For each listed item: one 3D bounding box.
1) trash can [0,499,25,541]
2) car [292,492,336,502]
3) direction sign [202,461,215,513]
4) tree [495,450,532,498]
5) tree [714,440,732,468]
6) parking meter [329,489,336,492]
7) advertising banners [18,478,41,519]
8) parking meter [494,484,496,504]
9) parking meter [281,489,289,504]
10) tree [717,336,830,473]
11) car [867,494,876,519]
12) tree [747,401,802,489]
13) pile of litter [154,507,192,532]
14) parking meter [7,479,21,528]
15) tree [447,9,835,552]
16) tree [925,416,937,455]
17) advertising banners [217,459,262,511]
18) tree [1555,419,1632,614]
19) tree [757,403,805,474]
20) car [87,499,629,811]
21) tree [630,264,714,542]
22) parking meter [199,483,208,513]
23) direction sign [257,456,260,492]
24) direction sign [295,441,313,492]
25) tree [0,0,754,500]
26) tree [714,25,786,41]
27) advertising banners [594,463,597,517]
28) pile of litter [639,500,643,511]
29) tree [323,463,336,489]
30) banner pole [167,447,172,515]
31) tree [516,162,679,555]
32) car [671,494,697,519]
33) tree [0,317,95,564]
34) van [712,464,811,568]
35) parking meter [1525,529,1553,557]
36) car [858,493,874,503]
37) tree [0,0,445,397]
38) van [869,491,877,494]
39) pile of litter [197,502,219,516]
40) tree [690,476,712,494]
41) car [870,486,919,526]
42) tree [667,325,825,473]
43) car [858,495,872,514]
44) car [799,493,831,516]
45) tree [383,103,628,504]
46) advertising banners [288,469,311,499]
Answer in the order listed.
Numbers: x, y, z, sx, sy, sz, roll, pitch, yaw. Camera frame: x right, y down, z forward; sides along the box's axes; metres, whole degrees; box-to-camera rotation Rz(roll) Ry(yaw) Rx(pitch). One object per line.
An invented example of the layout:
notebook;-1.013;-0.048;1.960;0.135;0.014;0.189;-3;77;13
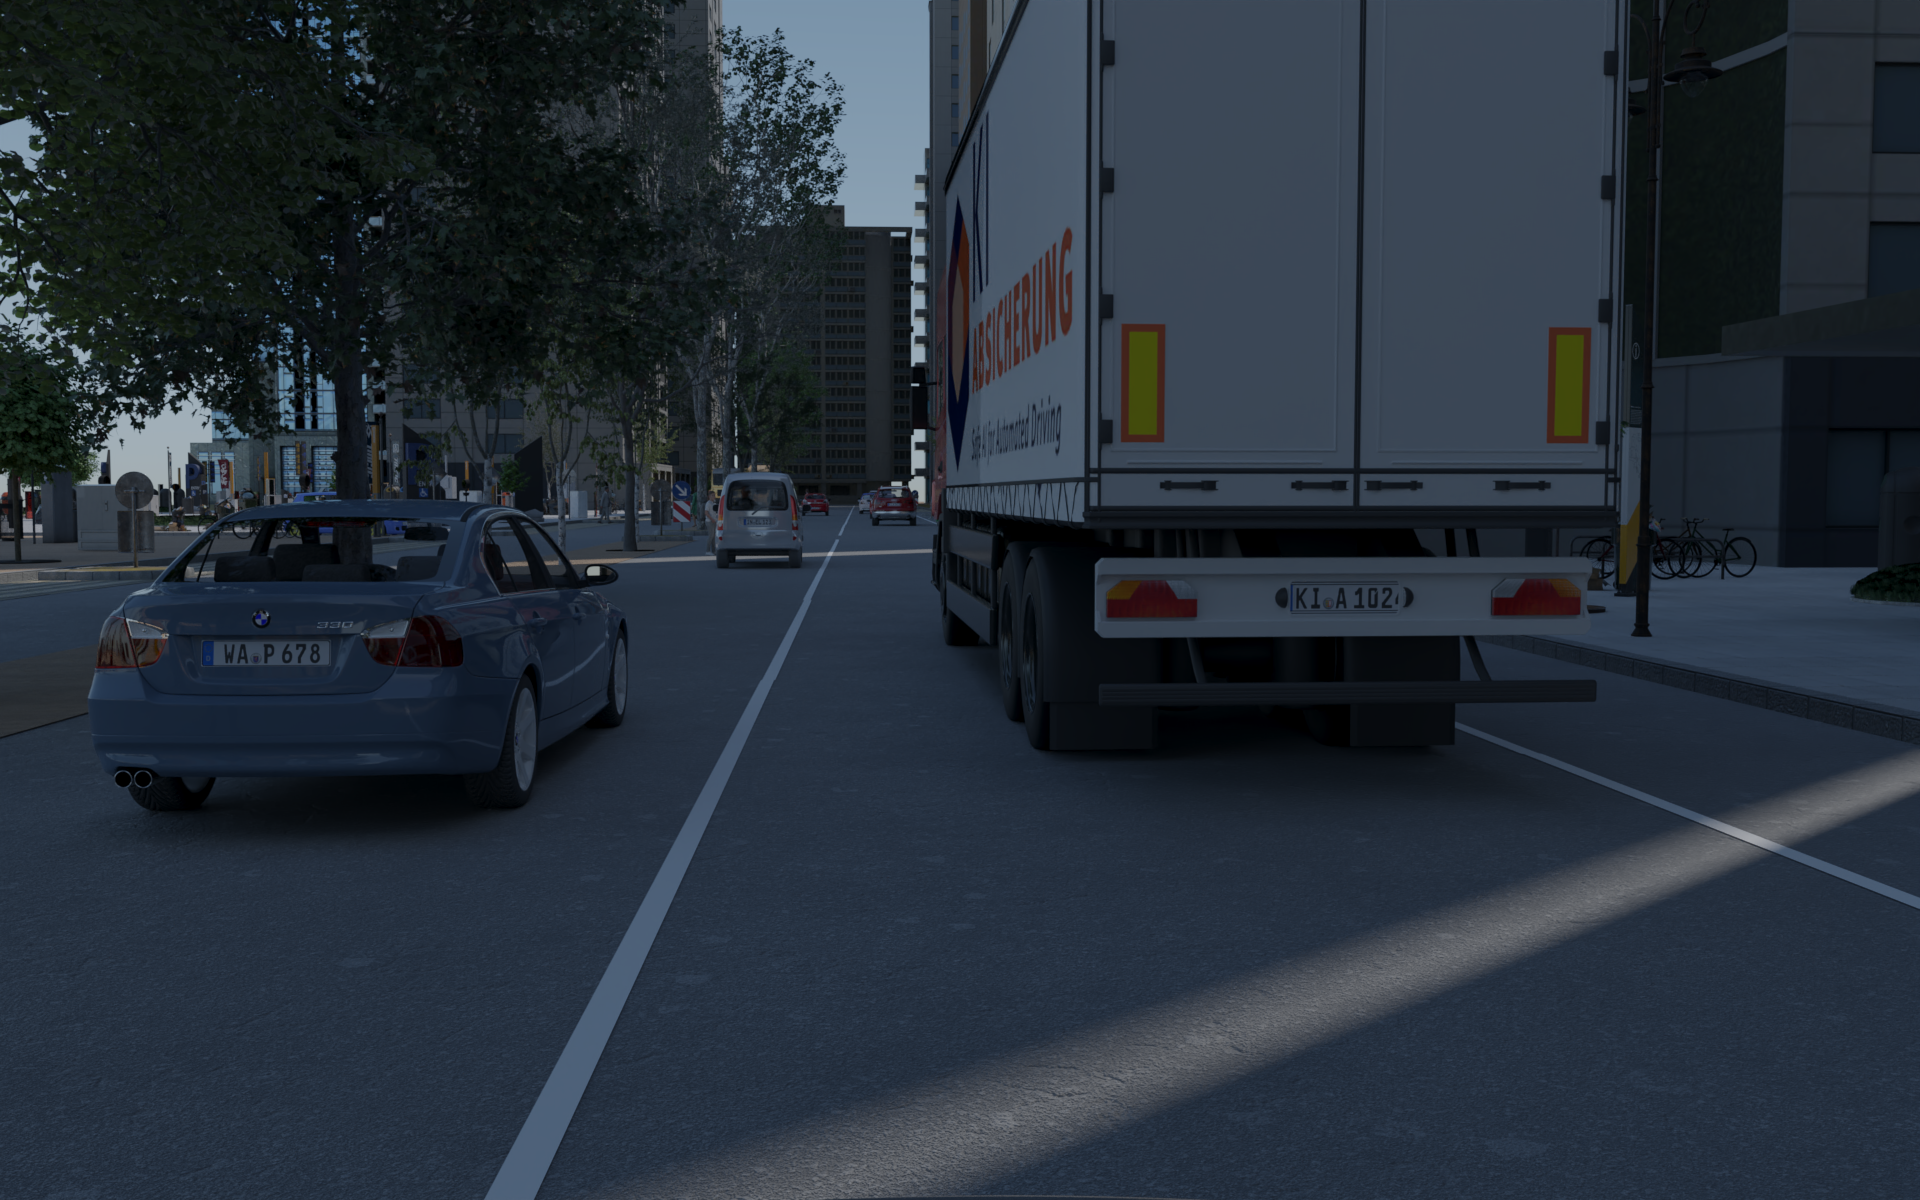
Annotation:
trash can;-25.782;-2.164;47.027;0.748;1.137;0.748;0;3;0
car;-19.348;-2.753;54.607;3.694;1.707;1.945;0;4;-3
direction sign;-51.405;-7.740;118.542;0.379;3.537;0.876;3;5;41
tree;-19.842;-5.031;76.857;1.663;3.219;1.824;0;3;0
tree;-26.472;-14.465;186.868;4.360;8.622;3.978;0;3;0
parking meter;-30.538;-4.646;84.371;0.372;1.533;0.369;0;3;0
advertising banners;-47.743;-5.668;88.859;0.090;3.025;2.074;1;4;22
parking meter;-26.178;-5.624;97.657;0.255;1.863;0.399;3;5;39
parking meter;-33.640;-4.768;86.372;0.372;1.533;0.369;0;3;0
tree;-12.107;-11.209;111.476;9.928;11.665;9.643;0;3;0
car;-4.423;-5.676;101.846;2.155;1.783;4.494;0;4;-3
tree;-13.253;-10.452;123.704;4.737;8.622;4.395;0;3;0
pile of litter;-27.079;-2.785;59.492;1.176;0.858;1.719;-2;4;-32
parking meter;-35.335;-3.609;64.725;0.255;1.863;0.399;2;4;31
tree;-8.174;-7.936;42.584;12.009;13.543;11.850;0;3;0
tree;-0.715;-11.664;141.076;4.737;8.622;4.395;0;3;0
advertising banners;-36.246;-5.565;87.181;2.074;3.025;0.090;-3;4;-36
tree;6.677;-1.493;19.008;1.663;3.219;1.824;0;3;0
tree;-12.604;-10.151;118.781;4.360;8.622;3.978;0;3;0
car;-2.895;0.174;9.157;2.014;1.417;4.499;0;4;-2
tree;-9.541;-6.001;50.937;4.360;8.622;3.978;0;3;0
parking meter;-41.635;-5.483;95.358;0.399;1.863;0.255;-3;5;-42
direction sign;-42.252;-6.874;104.386;0.379;3.537;0.876;-1;4;-14
direction sign;-28.106;-5.010;73.903;0.379;3.537;0.876;0;4;7
tree;-7.510;-6.220;21.163;9.611;12.733;9.660;0;3;0
tree;-11.087;-12.713;66.203;12.611;20.169;13.585;0;3;0
advertising banners;-20.264;-6.128;96.376;0.090;3.025;2.074;0;4;-7
pile of litter;-24.371;-7.111;130.226;1.176;0.858;1.719;-1;4;-13
tree;-32.835;-5.921;91.404;1.663;3.219;1.824;0;3;0
banner pole;-41.669;-6.199;91.377;0.401;3.779;0.863;-1;4;-10
tree;-7.928;-4.982;34.276;4.737;8.622;4.395;0;3;0
car;-15.671;-5.472;99.250;2.009;1.686;4.222;0;4;-2
tree;-17.548;-2.973;32.317;4.285;4.588;4.351;0;3;0
van;-4.009;-1.705;34.886;2.013;2.044;4.112;0;4;-5
parking meter;8.886;-1.273;26.523;0.399;1.863;0.255;2;4;35
car;-7.721;-8.435;147.503;1.945;1.707;3.694;0;4;-3
tree;-7.122;-5.584;11.890;7.486;12.596;7.792;0;3;0
van;-10.269;-12.365;209.184;2.013;2.044;4.112;0;4;-2
pile of litter;-31.688;-3.611;73.004;1.719;0.858;1.176;2;4;33
tree;-24.466;-10.214;161.606;1.663;3.219;1.824;0;3;0
car;-3.024;-4.341;79.645;2.281;1.827;5.304;0;4;-2
tree;-11.150;-9.351;89.766;8.767;10.594;7.601;0;4;-3
car;-6.379;-6.932;125.699;2.083;1.381;4.827;0;4;-2
car;-9.617;-6.486;115.085;2.155;1.783;4.494;0;4;-5
tree;-7.974;-4.666;29.114;4.360;8.622;3.978;0;3;0
advertising banners;-45.512;-7.500;118.807;2.074;3.025;0.090;0;4;0
